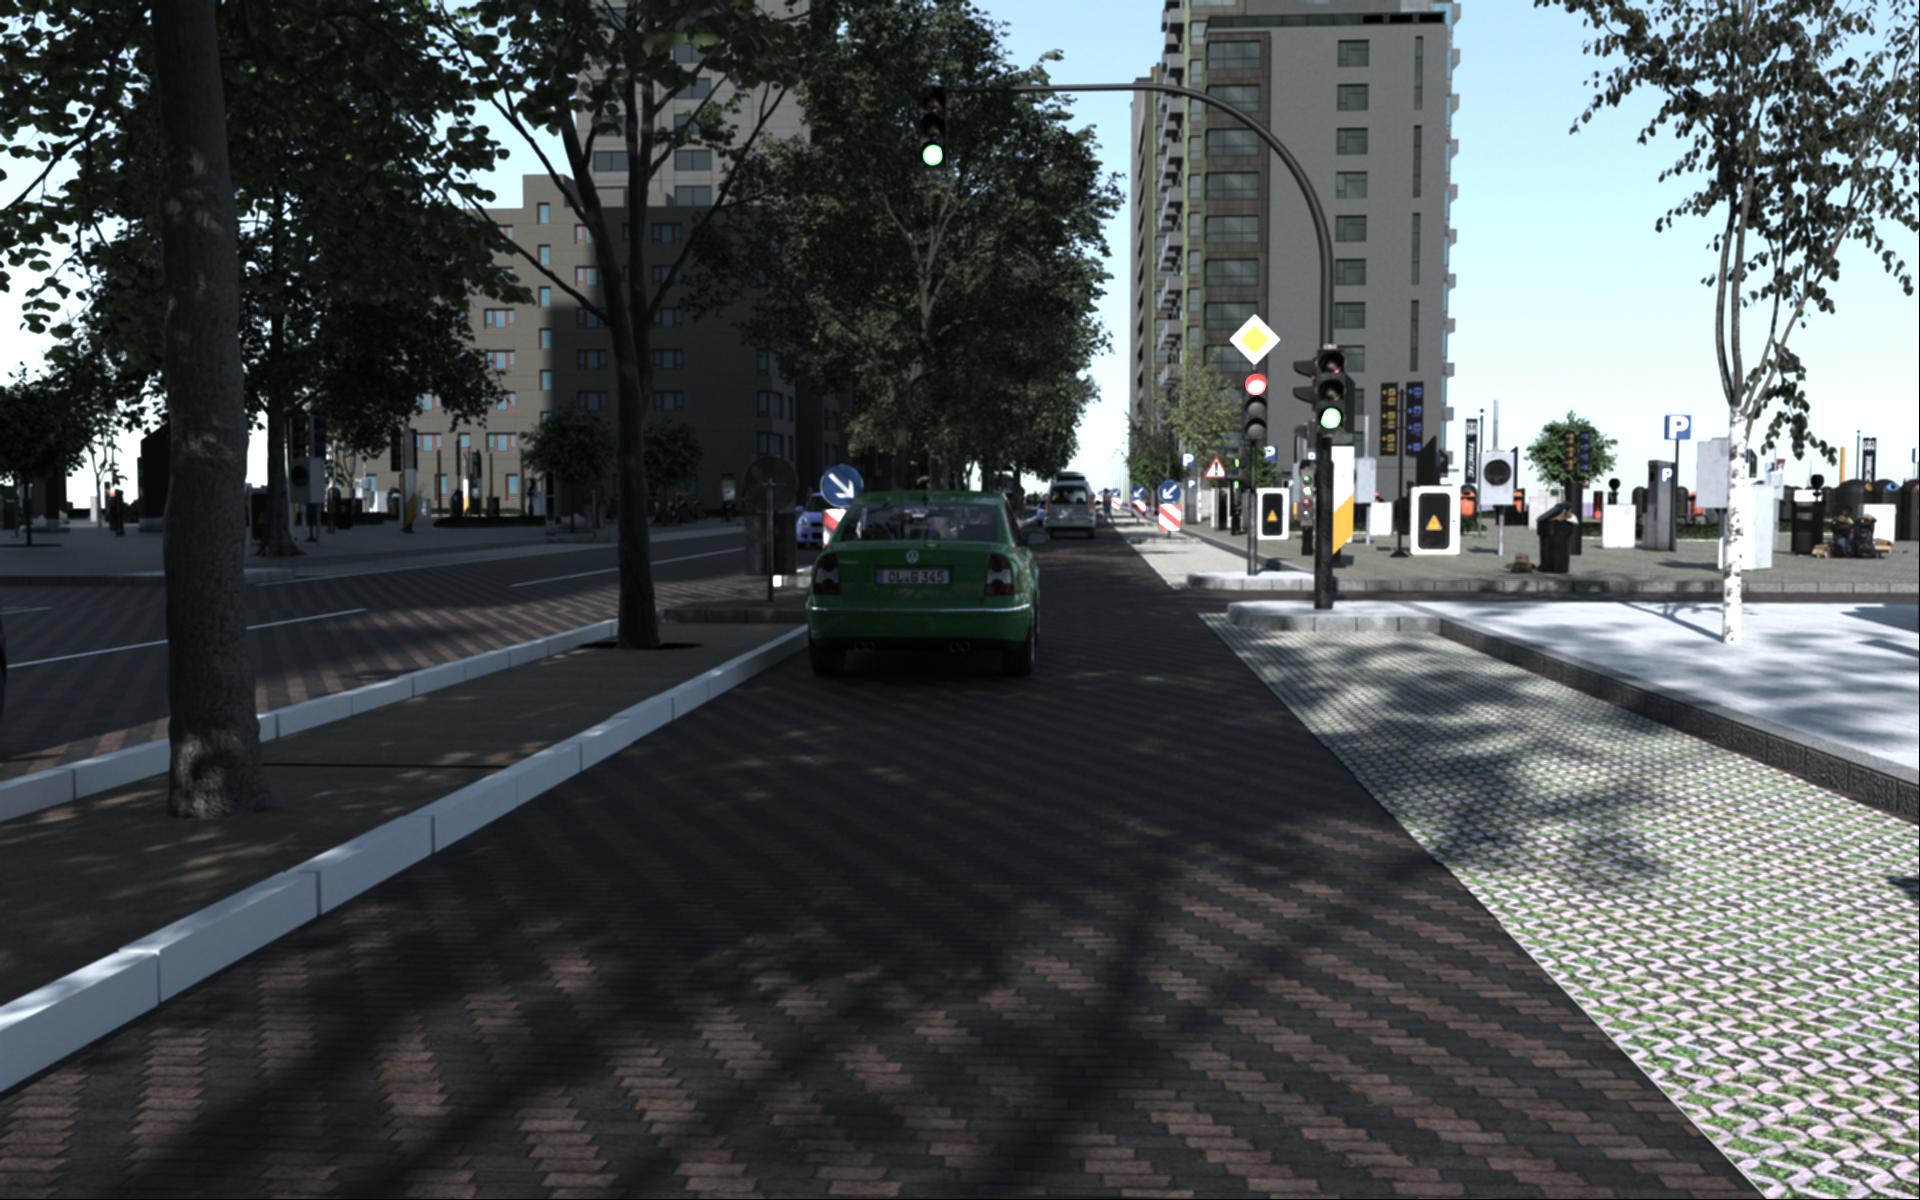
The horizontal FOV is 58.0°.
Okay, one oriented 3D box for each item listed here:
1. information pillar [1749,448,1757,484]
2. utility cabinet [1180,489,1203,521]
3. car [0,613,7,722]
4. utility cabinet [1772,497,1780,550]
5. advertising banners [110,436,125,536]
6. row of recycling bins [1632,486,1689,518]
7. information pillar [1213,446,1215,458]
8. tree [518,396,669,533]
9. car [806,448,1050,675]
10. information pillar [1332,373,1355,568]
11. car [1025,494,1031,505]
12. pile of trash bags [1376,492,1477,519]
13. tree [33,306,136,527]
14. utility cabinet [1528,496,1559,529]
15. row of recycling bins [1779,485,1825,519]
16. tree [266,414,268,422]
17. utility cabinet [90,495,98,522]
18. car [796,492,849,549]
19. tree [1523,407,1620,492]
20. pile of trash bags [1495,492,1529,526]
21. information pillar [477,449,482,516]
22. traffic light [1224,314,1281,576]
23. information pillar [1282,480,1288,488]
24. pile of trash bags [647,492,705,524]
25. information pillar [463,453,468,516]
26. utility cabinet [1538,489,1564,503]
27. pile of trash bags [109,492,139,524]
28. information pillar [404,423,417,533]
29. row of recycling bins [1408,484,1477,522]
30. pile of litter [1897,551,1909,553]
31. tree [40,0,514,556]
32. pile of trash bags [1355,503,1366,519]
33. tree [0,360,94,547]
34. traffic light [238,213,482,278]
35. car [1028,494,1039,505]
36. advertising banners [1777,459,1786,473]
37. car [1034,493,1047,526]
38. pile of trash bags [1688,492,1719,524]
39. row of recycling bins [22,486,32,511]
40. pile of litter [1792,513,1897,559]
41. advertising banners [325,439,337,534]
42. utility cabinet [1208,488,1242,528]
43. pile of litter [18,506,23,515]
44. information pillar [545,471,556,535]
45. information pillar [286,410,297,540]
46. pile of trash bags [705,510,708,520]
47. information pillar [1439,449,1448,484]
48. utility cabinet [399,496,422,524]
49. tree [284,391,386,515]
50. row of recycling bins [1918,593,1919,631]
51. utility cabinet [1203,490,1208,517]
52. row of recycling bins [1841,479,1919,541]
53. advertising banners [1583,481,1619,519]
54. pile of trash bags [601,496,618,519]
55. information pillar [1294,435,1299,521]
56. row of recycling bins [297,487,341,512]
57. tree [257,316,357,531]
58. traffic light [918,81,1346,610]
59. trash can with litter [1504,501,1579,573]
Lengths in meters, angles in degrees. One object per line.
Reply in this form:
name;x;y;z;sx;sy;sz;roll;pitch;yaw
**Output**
information pillar;40.751;-5.975;89.049;0.504;3.616;0.183;-2;4;-27
utility cabinet;11.007;-4.546;83.003;0.318;1.500;1.173;-2;4;-33
car;-6.323;0.100;8.149;2.009;1.686;4.222;0;4;3
utility cabinet;18.731;-1.773;40.147;0.306;1.237;1.020;3;4;36
advertising banners;-25.760;-3.471;52.936;0.090;3.025;2.074;-1;4;-18
row of recycling bins;37.806;-5.289;93.595;1.069;1.692;3.534;-2;4;-27
information pillar;12.464;-5.739;85.184;0.183;3.616;0.504;0;4;3
tree;-12.873;-4.522;57.656;4.285;4.588;4.351;0;3;0
car;-0.208;-0.386;15.115;1.959;1.807;4.718;0;4;4
information pillar;6.605;-2.368;30.080;0.504;3.616;0.183;-1;4;-20
car;9.956;-14.080;239.240;2.155;1.783;4.494;0;4;4
pile of trash bags;17.779;-3.402;65.381;3.447;1.369;1.912;2;4;34
tree;-33.607;-7.140;67.105;4.737;8.622;4.395;0;3;0
utility cabinet;21.398;-3.201;63.506;1.020;1.237;0.306;2;4;30
row of recycling bins;45.390;-5.166;91.573;3.534;1.692;1.069;-1;4;-11
tree;-36.102;-8.811;94.415;4.360;8.622;3.978;0;3;0
utility cabinet;-40.708;-4.297;81.425;0.306;1.237;1.020;-2;4;-24
car;-3.367;-2.246;46.315;1.945;1.707;3.694;0;4;3
tree;23.165;-5.026;65.893;4.285;4.588;4.351;0;3;0
pile of trash bags;23.042;-3.769;71.383;1.912;1.369;3.447;1;4;13
information pillar;-25.068;-6.057;90.382;0.183;3.616;0.504;0;4;2
traffic light;4.588;-2.341;27.199;0.839;4.253;0.868;0;4;4
information pillar;16.563;-5.122;88.243;0.304;2.012;0.304;0;4;1
pile of trash bags;-12.499;-4.066;76.239;1.912;1.369;3.447;0;4;-2
information pillar;-28.230;-6.578;98.909;0.183;3.616;0.504;-3;4;-37
utility cabinet;25.844;-4.093;75.598;0.318;1.500;1.173;-3;5;-44
pile of trash bags;-36.227;-4.054;76.034;1.912;1.369;3.447;0;4;4
information pillar;-18.069;-4.009;56.909;0.504;3.616;0.183;2;4;32
row of recycling bins;20.192;-4.005;72.601;1.069;1.692;3.534;-2;4;-32
pile of litter;20.023;-1.482;38.192;1.719;0.858;1.176;2;4;33
tree;-14.158;-7.270;35.872;9.611;12.733;9.660;0;3;0
pile of trash bags;19.699;-4.551;84.160;1.912;1.369;3.447;0;4;-5
tree;-22.979;-3.604;42.638;4.285;4.588;4.351;0;3;0
traffic light;-10.189;-3.277;28.254;4.771;5.953;1.251;0;4;4
car;9.901;-13.122;226.341;2.131;1.459;4.920;0;4;3
advertising banners;39.982;-5.484;85.844;2.074;3.025;0.090;-1;4;-12
car;4.322;-4.192;78.134;1.945;1.707;3.694;0;4;2
pile of trash bags;28.574;-3.331;64.214;1.912;1.369;3.447;-2;4;-34
row of recycling bins;-48.774;-5.089;90.310;1.069;1.692;3.534;0;4;-1
pile of litter;17.745;-1.281;34.902;1.719;0.858;1.176;3;4;38
advertising banners;-20.429;-3.676;56.298;0.090;3.025;2.074;-2;4;-29
utility cabinet;9.997;-3.440;64.925;1.173;1.500;0.318;3;4;38
pile of litter;-42.171;-3.903;77.782;1.719;0.858;1.176;3;4;38
information pillar;-12.805;-3.035;54.118;0.304;2.012;0.304;-1;4;-14
information pillar;-18.769;-3.502;48.615;0.183;3.616;0.504;0;4;-4
pile of trash bags;-13.668;-4.705;86.676;1.912;1.369;3.447;-1;4;-12
information pillar;24.804;-5.971;88.980;0.504;3.616;0.183;0;4;-1
utility cabinet;-23.582;-3.865;74.359;0.306;1.237;1.020;2;4;31
tree;-26.239;-7.594;74.532;4.360;8.622;3.978;0;3;0
row of recycling bins;10.080;-0.586;16.696;1.069;1.692;3.534;3;5;43
utility cabinet;13.572;-5.351;96.160;1.173;1.500;0.318;3;5;44
row of recycling bins;25.770;-2.472;47.525;3.534;1.692;1.069;0;4;-6
advertising banners;33.157;-5.730;89.866;2.074;3.025;0.090;0;4;-3
pile of trash bags;-17.405;-4.923;90.248;1.912;1.369;3.447;2;4;27
information pillar;12.089;-4.338;62.284;0.183;3.616;0.504;1;4;18
row of recycling bins;-36.689;-5.591;98.522;3.534;1.692;1.069;2;4;24
tree;-22.558;-6.695;59.829;4.737;8.622;4.395;0;3;0
traffic light;1.935;-2.726;19.238;4.771;5.953;1.251;0;4;4
trash can with litter;9.462;-1.028;28.196;1.055;1.170;0.624;0;4;2
